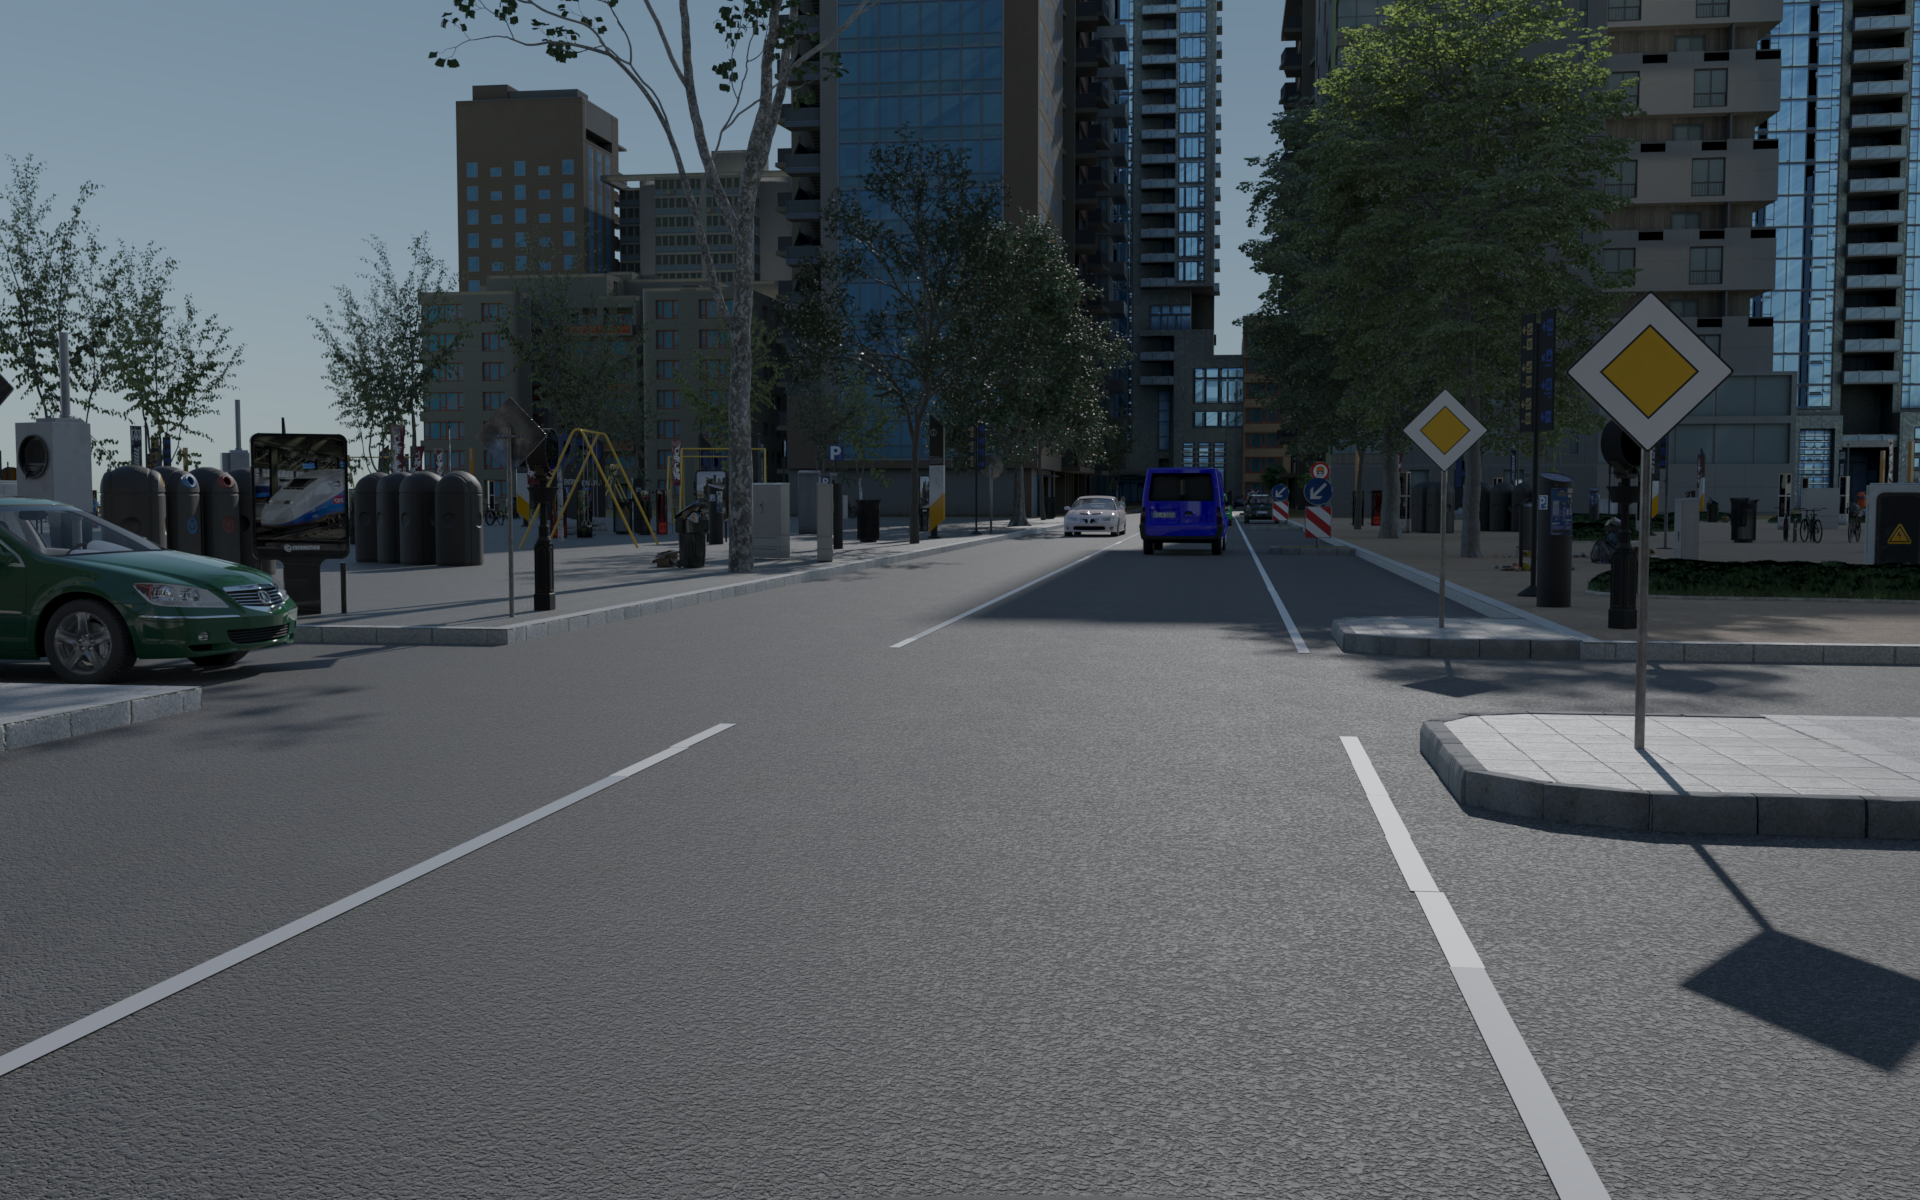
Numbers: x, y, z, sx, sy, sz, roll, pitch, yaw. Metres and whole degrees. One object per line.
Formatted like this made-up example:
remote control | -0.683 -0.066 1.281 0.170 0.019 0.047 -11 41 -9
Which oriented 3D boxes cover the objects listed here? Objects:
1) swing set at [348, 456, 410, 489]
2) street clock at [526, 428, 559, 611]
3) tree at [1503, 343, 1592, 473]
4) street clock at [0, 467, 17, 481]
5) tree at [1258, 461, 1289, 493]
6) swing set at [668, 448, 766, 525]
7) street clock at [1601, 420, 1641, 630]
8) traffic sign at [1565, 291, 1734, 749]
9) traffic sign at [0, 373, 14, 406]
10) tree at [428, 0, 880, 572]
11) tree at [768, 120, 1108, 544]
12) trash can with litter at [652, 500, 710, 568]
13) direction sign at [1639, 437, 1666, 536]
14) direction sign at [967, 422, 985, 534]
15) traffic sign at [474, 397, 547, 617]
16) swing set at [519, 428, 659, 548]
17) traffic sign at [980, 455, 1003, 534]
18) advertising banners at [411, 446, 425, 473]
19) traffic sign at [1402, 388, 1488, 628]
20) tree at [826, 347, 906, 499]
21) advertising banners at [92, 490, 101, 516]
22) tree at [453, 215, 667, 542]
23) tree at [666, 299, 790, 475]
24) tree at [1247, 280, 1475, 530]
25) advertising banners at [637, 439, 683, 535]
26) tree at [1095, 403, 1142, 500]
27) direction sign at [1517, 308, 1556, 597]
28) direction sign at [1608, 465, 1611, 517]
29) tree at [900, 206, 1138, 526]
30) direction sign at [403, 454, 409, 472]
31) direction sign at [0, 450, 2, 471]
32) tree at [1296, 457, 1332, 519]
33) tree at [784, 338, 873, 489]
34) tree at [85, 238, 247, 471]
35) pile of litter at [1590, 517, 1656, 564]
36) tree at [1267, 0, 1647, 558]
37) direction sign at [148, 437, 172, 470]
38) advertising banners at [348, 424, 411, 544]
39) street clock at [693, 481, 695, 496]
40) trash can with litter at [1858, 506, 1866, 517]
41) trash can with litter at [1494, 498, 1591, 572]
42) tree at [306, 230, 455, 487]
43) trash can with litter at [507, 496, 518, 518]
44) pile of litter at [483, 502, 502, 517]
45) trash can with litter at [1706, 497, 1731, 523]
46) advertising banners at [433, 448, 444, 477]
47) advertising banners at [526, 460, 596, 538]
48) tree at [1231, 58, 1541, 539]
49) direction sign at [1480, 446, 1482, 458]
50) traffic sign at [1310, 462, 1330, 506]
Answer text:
swing set | -24.220 -4.564 72.237 3.119 2.851 2.862 0 4 0
street clock | -4.593 -0.889 19.098 0.358 2.002 0.471 0 4 5
tree | 28.181 -8.092 82.672 4.737 8.622 4.395 0 3 0
street clock | -25.222 -2.537 46.058 0.471 2.002 0.358 0 4 -5
tree | 30.435 -11.220 167.165 4.285 4.588 4.351 0 3 0
swing set | -8.181 -3.758 59.070 3.119 2.851 2.862 0 4 -6
street clock | 6.318 -0.727 16.457 0.471 2.002 0.358 -2 4 -30
traffic sign | 3.420 -0.307 8.665 0.795 2.450 0.064 1 4 9
traffic sign | -5.865 -0.394 10.089 0.795 2.450 0.064 1 4 9
tree | -4.047 -10.620 29.523 12.611 20.169 13.585 0 3 0
tree | -1.373 -6.722 44.323 8.767 10.594 7.601 2 4 29
trash can with litter | -4.908 -1.154 30.260 1.055 1.170 0.624 2 4 24
direction sign | 21.271 -3.748 53.279 0.876 3.537 0.379 1 4 11
direction sign | 0.520 -3.863 55.160 0.379 3.537 0.876 -3 4 -38
traffic sign | -4.667 -0.877 17.984 0.795 2.450 0.064 1 4 9
swing set | -9.093 -2.746 42.512 2.862 2.851 3.119 0 4 0
traffic sign | 1.006 -3.423 56.074 0.768 2.556 0.104 1 4 11
advertising banners | -20.384 -4.059 62.552 2.074 3.025 0.090 -1 4 -19
traffic sign | 4.618 -0.790 16.560 0.795 2.450 0.064 1 4 9
tree | -4.786 -8.225 84.835 4.737 8.622 4.395 0 3 0
advertising banners | -33.146 -4.274 66.072 2.074 3.025 0.090 0 4 3
tree | -10.555 -5.884 46.559 4.360 8.622 3.978 0 3 0
tree | -8.509 -6.998 64.775 4.737 8.622 4.395 0 3 0
tree | 14.262 -7.814 62.164 8.767 10.594 7.601 1 4 23
advertising banners | -9.443 -3.577 54.676 0.090 3.025 2.074 2 4 34
tree | 12.457 -11.582 139.723 4.737 8.622 4.395 0 3 0
direction sign | 7.193 -1.813 21.637 0.379 3.537 0.876 0 4 -7
direction sign | 25.783 -4.693 68.731 0.379 3.537 0.876 1 4 16
tree | 2.321 -9.328 69.523 9.611 12.733 9.660 0 3 0
direction sign | -31.231 -6.446 97.387 0.876 3.537 0.379 3 4 37
direction sign | -49.947 -5.960 89.445 0.876 3.537 0.379 -1 4 -20
tree | 18.237 -5.778 89.068 1.663 3.219 1.824 0 3 0
tree | -6.249 -7.865 78.948 4.360 8.622 3.978 0 3 0
tree | -23.170 -6.101 50.108 4.737 8.622 4.395 0 3 0
pile of litter | 12.456 -1.117 32.224 1.719 0.858 1.176 -2 4 -25
tree | 9.941 -7.129 34.685 7.486 12.596 7.792 0 3 0
direction sign | -31.597 -4.683 68.565 0.876 3.537 0.379 1 4 11
advertising banners | -14.719 -2.905 43.682 2.074 3.025 0.090 2 4 28
street clock | -14.566 -5.569 95.617 0.358 2.002 0.471 -1 4 -16
trash can with litter | 20.261 -1.631 38.054 1.055 1.170 0.624 -3 4 -39
trash can with litter | 9.869 -1.111 29.222 1.678 1.210 2.233 3 5 44
tree | -15.412 -5.953 47.701 4.360 8.622 3.978 0 3 0
trash can with litter | -23.730 -4.911 91.688 0.624 1.170 1.055 -3 4 -37
pile of litter | -26.004 -5.048 96.500 1.719 0.858 1.176 2 4 26
trash can with litter | 34.150 -4.071 77.940 1.055 1.170 0.624 2 4 27
advertising banners | -18.969 -4.206 64.961 2.074 3.025 0.090 2 4 29
advertising banners | -11.680 -3.319 50.454 2.074 3.025 0.090 -1 4 -23
tree | 12.385 -8.753 49.771 9.857 13.997 8.962 0 3 0
direction sign | 24.250 -5.497 81.877 0.379 3.537 0.876 -3 4 -38
traffic sign | 14.131 -4.149 67.947 0.768 2.556 0.104 1 4 18
